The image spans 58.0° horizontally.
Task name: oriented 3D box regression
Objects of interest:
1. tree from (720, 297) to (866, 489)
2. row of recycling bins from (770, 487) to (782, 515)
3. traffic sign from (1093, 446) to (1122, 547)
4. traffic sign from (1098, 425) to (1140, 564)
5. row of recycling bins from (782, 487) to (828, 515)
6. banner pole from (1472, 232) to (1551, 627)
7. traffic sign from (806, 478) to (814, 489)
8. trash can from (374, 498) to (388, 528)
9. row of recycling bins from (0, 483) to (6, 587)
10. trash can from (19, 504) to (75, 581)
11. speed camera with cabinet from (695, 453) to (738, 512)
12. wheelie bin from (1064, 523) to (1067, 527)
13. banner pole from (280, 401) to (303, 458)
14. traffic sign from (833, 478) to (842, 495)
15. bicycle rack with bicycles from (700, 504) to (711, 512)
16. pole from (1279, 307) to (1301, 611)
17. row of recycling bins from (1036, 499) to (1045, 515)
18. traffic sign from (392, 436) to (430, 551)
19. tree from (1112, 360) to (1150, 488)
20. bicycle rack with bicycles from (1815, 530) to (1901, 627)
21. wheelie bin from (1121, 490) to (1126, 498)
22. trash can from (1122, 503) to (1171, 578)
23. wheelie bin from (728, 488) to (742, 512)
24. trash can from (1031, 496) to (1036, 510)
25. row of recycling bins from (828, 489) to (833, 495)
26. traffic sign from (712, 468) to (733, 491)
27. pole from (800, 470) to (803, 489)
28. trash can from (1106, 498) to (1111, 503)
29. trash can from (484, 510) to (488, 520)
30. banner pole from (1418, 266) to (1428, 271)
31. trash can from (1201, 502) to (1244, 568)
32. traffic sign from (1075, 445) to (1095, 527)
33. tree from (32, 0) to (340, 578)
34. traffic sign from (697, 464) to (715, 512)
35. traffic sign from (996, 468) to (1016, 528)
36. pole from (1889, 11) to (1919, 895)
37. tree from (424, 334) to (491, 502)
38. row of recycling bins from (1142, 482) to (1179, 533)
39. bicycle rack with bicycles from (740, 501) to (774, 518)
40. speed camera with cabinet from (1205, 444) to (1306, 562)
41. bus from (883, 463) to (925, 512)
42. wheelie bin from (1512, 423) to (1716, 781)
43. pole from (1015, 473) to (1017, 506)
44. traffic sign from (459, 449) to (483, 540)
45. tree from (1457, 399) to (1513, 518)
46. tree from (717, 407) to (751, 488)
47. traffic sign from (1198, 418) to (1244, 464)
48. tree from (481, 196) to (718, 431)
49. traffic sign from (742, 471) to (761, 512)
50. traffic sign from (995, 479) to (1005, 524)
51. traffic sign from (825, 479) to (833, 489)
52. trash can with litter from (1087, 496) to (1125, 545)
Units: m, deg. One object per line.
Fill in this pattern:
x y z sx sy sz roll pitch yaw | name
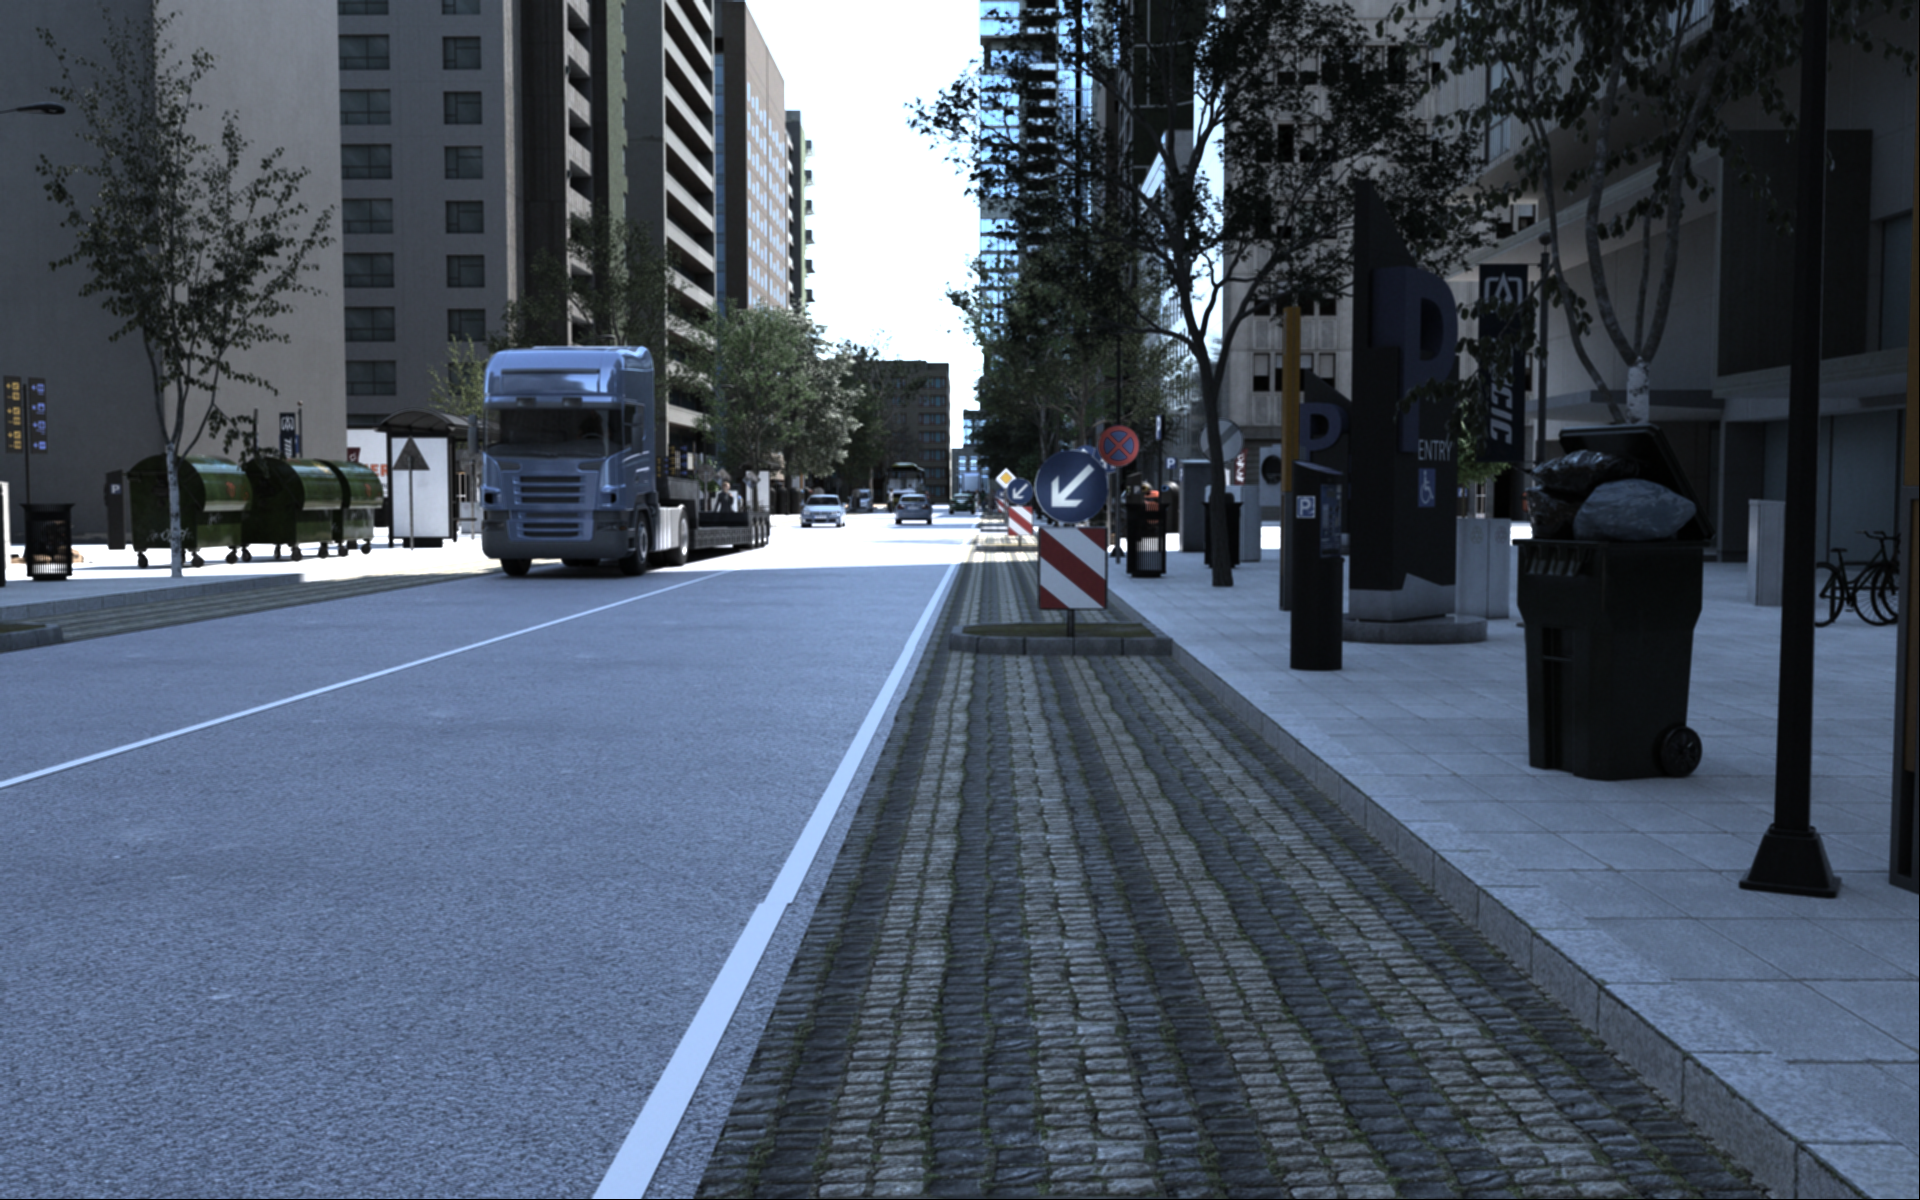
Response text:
-10.994 -12.560 112.007 9.857 13.997 8.962 0 3 0 | tree
-12.867 -6.409 111.906 1.069 1.692 3.534 1 4 17 | row of recycling bins
3.600 -2.555 41.878 0.768 2.556 0.104 1 4 11 | traffic sign
2.922 -1.946 31.928 0.768 2.556 0.104 0 4 5 | traffic sign
-10.765 -6.822 118.645 1.069 1.692 3.534 2 4 34 | row of recycling bins
5.354 -1.628 16.629 0.863 3.779 0.401 0 4 0 | banner pole
-11.820 -8.312 136.006 0.768 2.556 0.104 0 4 1 | traffic sign
-22.115 -3.333 66.152 0.748 1.137 0.748 0 3 0 | trash can
-14.931 -1.006 23.566 3.534 1.692 1.069 -1 4 -11 | row of recycling bins
-13.517 -0.858 25.686 0.748 1.137 0.748 0 3 0 | trash can
-11.779 -5.452 83.478 2.038 3.252 0.660 -1 4 -14 | speed camera with cabinet
4.162 -3.370 63.002 0.980 1.594 0.693 2 4 31 | wheelie bin
-18.014 -3.476 46.847 0.863 3.779 0.401 1 4 13 | banner pole
-9.832 -8.508 139.217 0.768 2.556 0.104 0 4 2 | traffic sign
-16.077 -6.461 119.024 2.925 0.926 2.852 2 4 26 | bicycle rack with bicycles
3.617 -1.537 18.980 0.158 3.312 0.155 0 3 0 | pole
5.845 -6.360 111.101 1.069 1.692 3.534 -1 4 -20 | row of recycling bins
-12.256 -2.364 38.663 0.884 2.594 0.081 1 4 8 | traffic sign
9.542 -8.437 88.308 4.360 8.622 3.978 0 3 0 | tree
9.474 -0.195 16.569 2.925 0.926 2.852 0 4 -3 | bicycle rack with bicycles
11.997 -7.162 125.005 0.693 1.594 0.980 0 4 -8 | wheelie bin
2.873 -0.920 26.688 0.748 1.137 0.748 0 3 0 | trash can
-11.678 -4.962 89.038 0.980 1.594 0.693 0 4 4 | wheelie bin
6.127 -7.952 141.669 0.748 1.137 0.748 0 3 0 | trash can
-11.432 -8.463 145.486 1.069 1.692 3.534 1 4 10 | row of recycling bins
-9.041 -3.811 65.949 0.795 2.450 0.064 0 4 1 | traffic sign
-11.075 -7.774 120.954 0.158 3.312 0.155 0 3 0 | pole
4.808 -2.930 59.567 0.748 1.137 0.748 0 3 0 | trash can
-13.105 -2.271 48.784 0.748 1.137 0.748 0 3 0 | trash can
4.941 -1.790 19.289 0.401 3.779 0.863 -2 4 -33 | banner pole
4.558 -1.128 30.096 0.748 1.137 0.748 0 3 0 | trash can
3.273 -2.751 45.092 0.768 2.556 0.104 0 4 6 | traffic sign
-11.861 -4.637 26.183 4.360 8.622 3.978 0 3 0 | tree
-10.745 -4.477 73.309 0.768 2.556 0.104 0 4 6 | traffic sign
1.751 -3.798 65.740 0.795 2.450 0.064 0 4 1 | traffic sign
3.140 -0.714 5.525 0.158 3.312 0.155 0 3 0 | pole
-22.115 -7.848 78.684 4.737 8.622 4.395 0 3 0 | tree
7.225 -3.053 57.029 3.534 1.692 1.069 2 4 33 | row of recycling bins
-11.441 -4.959 94.454 2.852 0.926 2.925 -2 4 -34 | bicycle rack with bicycles
5.533 -2.339 32.576 0.660 3.252 2.038 -3 4 -39 | speed camera with cabinet
-4.363 -9.083 140.057 2.896 3.916 12.252 0 4 2 | bus
2.992 -0.004 7.976 0.693 1.594 0.980 -1 4 -21 | wheelie bin
4.671 -9.221 144.609 0.158 3.312 0.155 0 3 0 | pole
-13.519 -2.929 47.995 0.768 2.556 0.104 1 4 10 | traffic sign
17.267 -4.630 59.421 4.285 4.588 4.351 0 3 0 | tree
-18.660 -11.670 141.173 4.737 8.622 4.395 0 3 0 | tree
4.390 -1.780 29.213 0.768 2.556 0.104 0 4 3 | traffic sign
-11.560 -7.395 55.315 8.767 10.594 7.601 1 4 14 | tree
-8.900 -4.299 73.933 0.795 2.450 0.064 0 4 1 | traffic sign
1.892 -4.286 73.724 0.795 2.450 0.064 0 4 1 | traffic sign
-11.308 -9.120 149.225 0.768 2.556 0.104 1 4 9 | traffic sign
3.531 -1.954 43.337 0.624 1.170 1.055 2 4 34 | trash can with litter
